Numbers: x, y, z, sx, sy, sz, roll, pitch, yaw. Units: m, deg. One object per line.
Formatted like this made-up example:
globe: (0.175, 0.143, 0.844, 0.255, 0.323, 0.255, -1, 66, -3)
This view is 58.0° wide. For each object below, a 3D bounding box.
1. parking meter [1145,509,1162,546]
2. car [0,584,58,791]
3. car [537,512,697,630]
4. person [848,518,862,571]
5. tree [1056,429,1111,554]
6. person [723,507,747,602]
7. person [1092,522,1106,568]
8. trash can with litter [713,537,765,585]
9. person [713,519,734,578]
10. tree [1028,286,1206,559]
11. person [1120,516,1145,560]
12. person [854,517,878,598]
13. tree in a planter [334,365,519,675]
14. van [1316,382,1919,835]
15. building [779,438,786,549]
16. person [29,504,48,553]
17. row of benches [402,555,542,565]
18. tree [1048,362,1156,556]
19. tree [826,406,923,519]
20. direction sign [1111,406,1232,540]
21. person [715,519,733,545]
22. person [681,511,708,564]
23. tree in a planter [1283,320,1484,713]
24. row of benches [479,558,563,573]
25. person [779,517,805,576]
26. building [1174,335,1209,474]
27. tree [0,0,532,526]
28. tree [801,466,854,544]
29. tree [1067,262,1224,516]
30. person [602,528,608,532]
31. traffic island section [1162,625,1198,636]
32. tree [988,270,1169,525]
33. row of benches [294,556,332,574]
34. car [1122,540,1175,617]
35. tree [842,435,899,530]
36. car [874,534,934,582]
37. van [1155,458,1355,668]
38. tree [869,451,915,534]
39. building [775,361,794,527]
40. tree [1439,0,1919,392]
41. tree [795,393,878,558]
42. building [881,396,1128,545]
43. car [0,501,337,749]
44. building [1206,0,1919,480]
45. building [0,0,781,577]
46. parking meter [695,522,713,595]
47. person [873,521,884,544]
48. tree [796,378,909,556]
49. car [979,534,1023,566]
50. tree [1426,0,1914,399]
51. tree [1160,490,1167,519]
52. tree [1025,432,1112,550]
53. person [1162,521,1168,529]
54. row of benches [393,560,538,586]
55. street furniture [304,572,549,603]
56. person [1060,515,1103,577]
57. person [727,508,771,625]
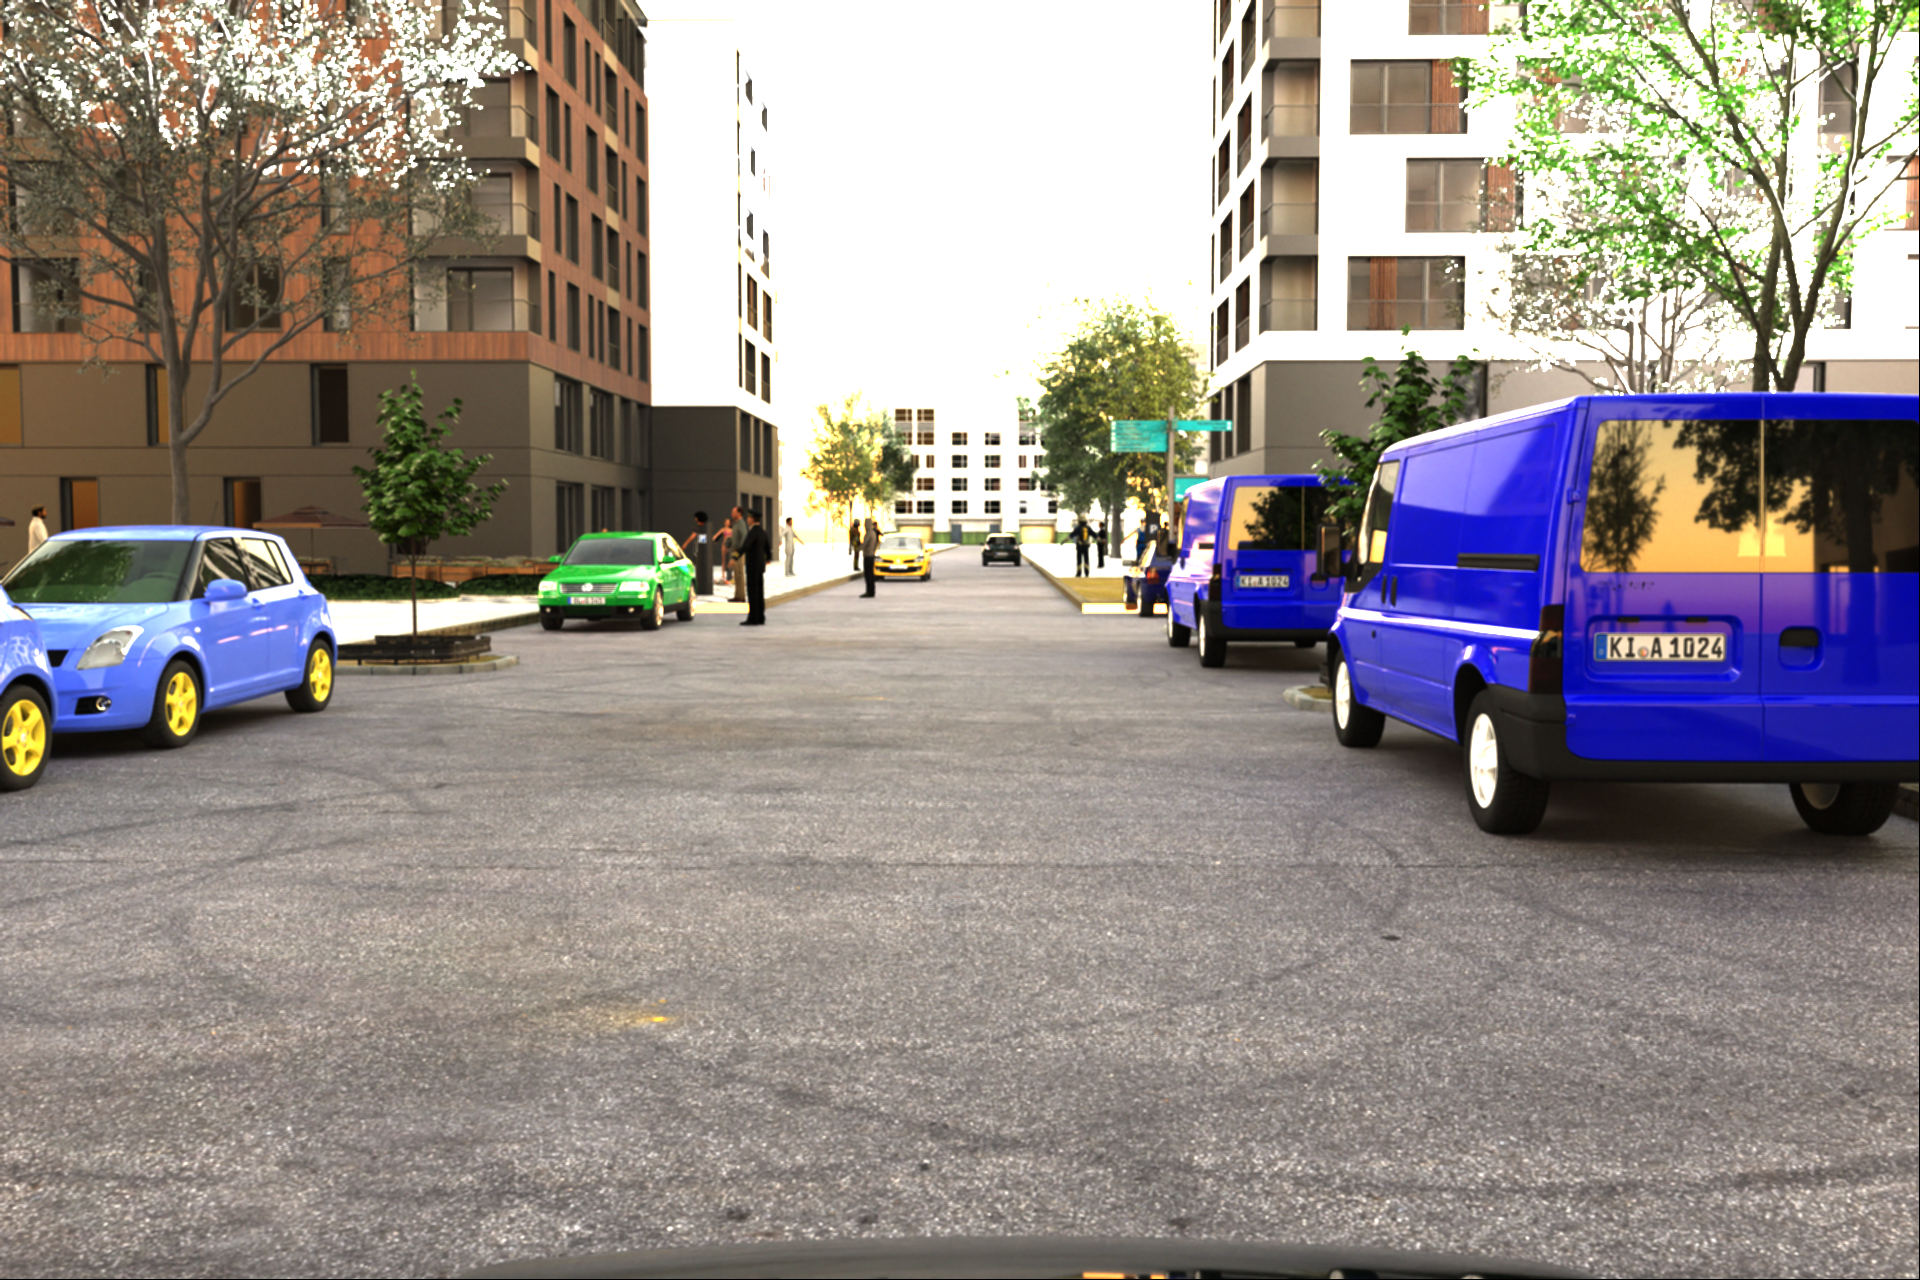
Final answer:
parking meter: (4.519, -2.124, 40.443, 0.399, 1.863, 0.255, 0, 4, 0)
car: (-6.089, 0.072, 8.412, 1.945, 1.707, 3.694, 0, 4, 1)
car: (-5.326, -1.129, 27.252, 1.959, 1.807, 4.718, 0, 4, 1)
person: (-3.585, -3.348, 60.516, 0.705, 1.858, 1.354, 0, 4, -1)
tree: (8.566, -9.882, 111.927, 4.360, 8.622, 3.978, 0, 3, 0)
person: (-4.194, -1.610, 32.591, 0.705, 1.796, 1.348, -1, 4, -21)
person: (5.238, -3.585, 65.337, 0.721, 1.740, 1.216, -1, 4, -16)
trash can with litter: (-5.740, -2.033, 44.290, 1.678, 1.210, 2.233, 0, 4, 0)
person: (-6.699, -2.651, 50.147, 1.217, 1.733, 0.721, -2, 4, -32)
tree: (8.251, -11.254, 90.666, 9.857, 13.997, 8.962, 0, 3, 0)
person: (5.601, -2.902, 53.310, 1.347, 1.847, 0.705, 0, 4, 0)
person: (-2.091, -1.871, 39.184, 0.705, 1.813, 1.348, 1, 4, 15)
tree in a planter: (-5.853, -1.301, 18.498, 1.991, 3.239, 1.994, 0, 4, 1)
van: (3.462, -0.338, 9.906, 2.240, 2.365, 5.245, 0, 4, 1)
building: (-20.209, -13.116, 156.599, 9.099, 9.664, 28.070, 0, 4, 2)
person: (-16.507, -1.532, 31.133, 0.704, 1.819, 1.344, -3, 4, -36)
row of benches: (-14.021, -2.091, 49.655, 4.104, 0.672, 1.422, 0, 3, 0)
tree: (8.739, -10.760, 101.675, 9.928, 11.665, 9.643, 0, 3, 0)
tree: (-6.101, -11.560, 123.422, 8.767, 10.594, 7.601, 3, 4, 37)
direction sign: (4.404, -2.876, 35.788, 2.525, 3.948, 1.411, 0, 4, 2)
person: (-7.998, -3.312, 60.376, 1.346, 1.802, 0.704, 1, 4, 22)
person: (-6.196, -2.143, 41.185, 0.704, 1.843, 1.345, 1, 4, 21)
tree in a planter: (3.782, -1.057, 14.511, 1.991, 3.239, 1.994, 0, 4, 1)
row of benches: (-10.490, -1.769, 44.392, 4.104, 0.672, 1.422, 1, 4, 13)
person: (-5.199, -2.870, 53.111, 0.705, 1.806, 1.347, 2, 4, 26)
building: (24.930, -18.789, 163.615, 16.016, 20.090, 11.380, 0, 4, 1)
tree: (-11.049, -6.981, 24.508, 12.009, 13.543, 11.850, 0, 3, 0)
tree: (-17.470, -18.023, 229.090, 7.601, 10.594, 8.767, 0, 4, -5)
tree: (5.193, -5.874, 46.400, 4.737, 8.622, 4.395, 0, 3, 0)
person: (-9.520, -2.269, 46.370, 0.991, 1.433, 0.599, 0, 4, 0)
traffic island section: (3.964, -0.138, 25.117, 1.991, 0.108, 1.994, 0, 4, 0)
tree: (8.390, -16.405, 124.117, 12.611, 20.169, 13.585, 0, 3, 0)
row of benches: (-19.320, -1.940, 47.181, 4.104, 0.672, 1.422, -1, 4, -15)
car: (3.946, -1.143, 31.275, 1.945, 1.354, 3.894, 0, 3, 0)
tree: (-6.023, -10.133, 116.029, 4.737, 8.622, 4.395, 0, 3, 0)
car: (-1.796, -2.644, 53.459, 2.015, 1.641, 3.980, 0, 4, 1)
van: (3.555, -0.969, 20.233, 2.240, 2.365, 5.245, 0, 4, 0)
tree: (-6.199, -11.283, 134.841, 4.360, 8.622, 3.978, 0, 3, 0)
building: (-24.661, -20.398, 189.923, 16.016, 20.090, 11.380, 0, 4, 1)
tree: (9.761, -5.794, 20.491, 9.928, 11.665, 9.643, 0, 3, 0)
tree: (-6.470, -8.620, 91.301, 4.737, 8.622, 4.395, 0, 3, 0)
building: (5.464, -22.046, 229.364, 31.486, 18.905, 16.747, 0, 4, -2)
car: (-6.012, -0.190, 12.702, 1.945, 1.707, 3.694, 0, 4, 1)
building: (23.258, -13.616, 66.592, 27.936, 21.610, 32.646, 0, 4, 1)
building: (-22.906, -13.650, 67.149, 27.936, 21.610, 32.646, 0, 4, 1)
parking meter: (-5.368, -1.707, 36.321, 0.372, 1.533, 0.369, 0, 3, 0)
person: (-3.381, -3.905, 70.031, 0.705, 1.806, 1.347, 3, 5, 41)
tree: (-6.247, -10.294, 102.717, 7.601, 10.594, 8.767, -3, 5, -40)
car: (1.867, -4.202, 78.490, 2.009, 1.686, 4.222, 0, 4, 1)
tree: (15.315, -7.832, 38.421, 12.009, 13.543, 11.850, 0, 3, 0)
tree: (30.519, -19.544, 226.193, 9.857, 13.997, 8.962, 0, 3, 0)
tree: (9.263, -12.415, 137.396, 8.767, 10.594, 7.601, 0, 4, 6)
person: (8.291, -3.885, 69.658, 0.704, 1.812, 1.346, -2, 4, -24)
row of benches: (-11.567, -1.512, 40.184, 4.104, 0.672, 1.422, 2, 4, 29)
street furniture: (-13.091, -1.201, 35.265, 10.072, 0.657, 5.734, 0, 4, 2)
person: (3.682, -2.827, 52.001, 1.354, 1.856, 0.705, -1, 4, -13)
person: (-3.259, -1.157, 27.303, 0.705, 1.837, 1.347, 1, 4, 20)
